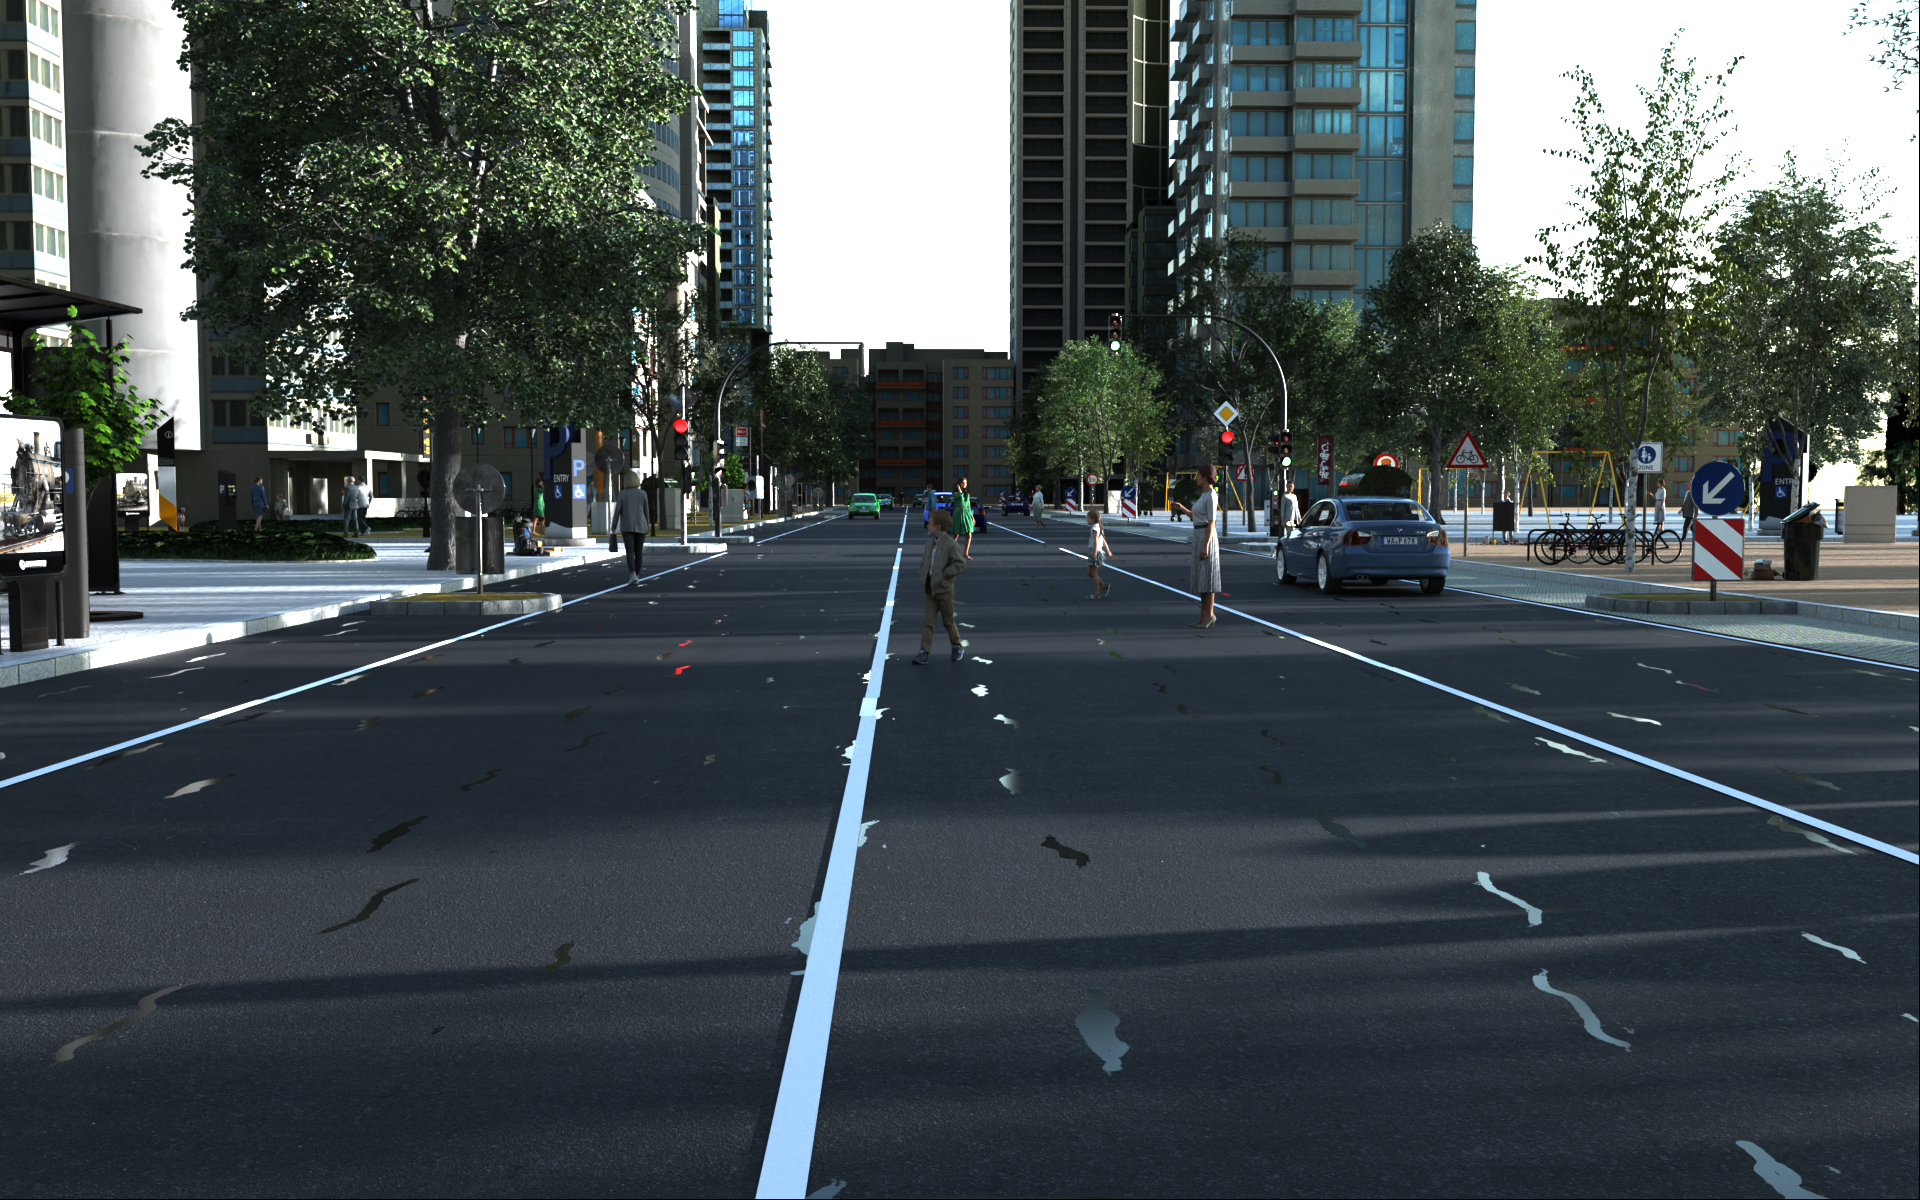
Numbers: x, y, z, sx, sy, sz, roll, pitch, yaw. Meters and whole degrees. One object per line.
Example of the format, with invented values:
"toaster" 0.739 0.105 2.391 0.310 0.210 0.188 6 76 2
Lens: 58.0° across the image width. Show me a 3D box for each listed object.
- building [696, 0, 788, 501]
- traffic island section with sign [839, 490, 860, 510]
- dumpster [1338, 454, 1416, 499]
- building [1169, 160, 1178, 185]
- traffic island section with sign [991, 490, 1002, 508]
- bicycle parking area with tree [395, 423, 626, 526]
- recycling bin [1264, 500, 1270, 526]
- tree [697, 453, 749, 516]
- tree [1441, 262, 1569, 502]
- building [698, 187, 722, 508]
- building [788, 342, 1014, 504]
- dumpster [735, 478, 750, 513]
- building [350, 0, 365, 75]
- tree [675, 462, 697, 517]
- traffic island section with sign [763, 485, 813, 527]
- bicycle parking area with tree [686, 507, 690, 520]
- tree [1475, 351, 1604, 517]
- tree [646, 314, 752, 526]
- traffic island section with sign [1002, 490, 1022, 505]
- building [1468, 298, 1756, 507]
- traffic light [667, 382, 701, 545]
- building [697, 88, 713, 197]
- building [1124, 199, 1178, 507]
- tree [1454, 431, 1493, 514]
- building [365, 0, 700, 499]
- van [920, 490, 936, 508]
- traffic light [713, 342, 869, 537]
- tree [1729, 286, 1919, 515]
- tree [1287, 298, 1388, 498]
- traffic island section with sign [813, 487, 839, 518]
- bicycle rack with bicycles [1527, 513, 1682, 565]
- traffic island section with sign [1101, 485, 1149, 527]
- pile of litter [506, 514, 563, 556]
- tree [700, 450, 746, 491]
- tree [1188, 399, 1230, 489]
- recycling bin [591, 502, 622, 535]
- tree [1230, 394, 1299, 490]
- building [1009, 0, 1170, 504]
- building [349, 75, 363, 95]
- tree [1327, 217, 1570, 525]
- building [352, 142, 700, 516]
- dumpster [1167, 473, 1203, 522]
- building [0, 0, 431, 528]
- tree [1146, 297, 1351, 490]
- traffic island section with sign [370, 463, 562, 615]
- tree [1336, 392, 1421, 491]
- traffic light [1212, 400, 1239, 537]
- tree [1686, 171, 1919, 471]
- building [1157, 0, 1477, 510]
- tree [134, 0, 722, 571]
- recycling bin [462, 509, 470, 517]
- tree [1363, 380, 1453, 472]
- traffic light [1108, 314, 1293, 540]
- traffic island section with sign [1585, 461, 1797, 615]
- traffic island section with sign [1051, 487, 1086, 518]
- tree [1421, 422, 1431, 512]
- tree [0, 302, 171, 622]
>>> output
"building" -37.931 -56.073 229.469 31.000 86.520 22.319 0 4 -2
"traffic island section with sign" -9.857 -8.860 153.482 1.989 1.847 2.006 0 4 -2
"dumpster" 10.311 -2.467 42.830 1.502 2.255 1.985 0 4 -1
"building" 38.587 -37.283 233.270 21.600 48.544 21.300 0 4 -2
"traffic island section with sign" 4.274 -10.543 181.008 1.989 1.847 2.006 0 4 -2
"bicycle parking area with tree" -19.011 -5.203 72.067 9.016 4.147 8.231 2 4 23
"recycling bin" 12.590 -3.456 69.066 0.722 1.027 0.722 2 4 31
"tree" -11.095 -5.343 81.965 1.663 3.219 1.824 0 3 0
"tree" 26.377 -10.221 85.239 7.486 12.596 7.792 0 3 0
"building" -29.994 -23.827 161.280 14.160 30.474 14.107 0 4 -2
"building" -7.990 -23.873 235.366 28.899 21.520 27.650 0 4 -2
"dumpster" -12.413 -5.794 97.220 1.502 2.255 1.985 0 4 -2
"building" -68.940 -56.065 229.331 31.000 86.520 22.319 0 4 -2
"tree" -15.844 -6.565 101.936 1.663 3.219 1.824 0 3 0
"traffic island section with sign" -7.635 -4.143 76.358 1.989 1.847 2.006 0 4 -2
"bicycle parking area with tree" -17.427 -5.968 84.586 9.016 4.147 8.231 2 4 27
"tree" 32.729 -10.064 98.959 8.767 10.594 7.601 1 4 17
"tree" -10.121 -7.259 69.050 4.360 8.622 3.978 0 3 0
"traffic island section with sign" 5.052 -8.895 154.064 1.989 1.847 2.006 0 4 -2
"building" 62.102 -20.549 181.020 28.899 21.520 27.650 0 4 -2
"traffic light" -6.964 -3.347 43.641 0.839 4.253 0.868 0 4 -2
"building" -39.180 -32.122 179.822 28.867 44.769 22.147 0 4 -2
"building" 24.302 -24.461 171.641 14.160 30.474 14.107 0 4 -2
"tree" 33.373 -9.831 111.094 4.360 8.622 3.978 0 3 0
"building" -33.350 -36.526 139.199 21.231 58.520 28.212 0 4 -2
"van" -3.086 -10.394 176.958 2.013 2.044 4.112 0 4 -1
"traffic light" -5.107 -4.713 51.718 4.771 5.953 1.251 0 4 -2
"tree" 57.264 -12.587 107.619 18.604 14.587 13.155 1 4 11
"tree" 21.605 -11.150 100.431 7.486 12.596 7.792 0 3 0
"traffic island section with sign" -8.407 -5.791 103.303 1.989 1.847 2.006 0 4 -2
"bicycle rack with bicycles" 11.874 -1.146 32.120 2.925 0.926 2.852 0 4 5
"traffic island section with sign" 7.286 -4.168 76.779 1.989 1.847 2.006 0 4 -2
"pile of litter" -8.956 -1.374 36.431 1.176 0.858 1.719 -1 4 -12
"tree" -15.930 -8.085 115.905 4.285 4.588 4.351 0 3 0
"tree" 17.436 -10.065 114.918 4.360 8.622 3.978 0 3 0
"recycling bin" -11.199 -2.594 54.960 0.722 1.027 0.722 3 4 38
"tree" 19.779 -9.729 109.429 4.360 8.622 3.978 0 3 0
"building" 17.321 -48.456 230.512 20.611 71.187 20.563 0 4 -2
"building" -61.733 -32.568 182.603 14.200 45.320 14.600 0 4 -2
"tree" 19.982 -9.490 72.163 9.611 12.733 9.660 0 3 0
"building" -32.132 -16.156 109.192 27.650 21.520 28.899 0 4 -2
"dumpster" 10.429 -4.736 79.928 1.502 2.255 1.985 0 4 -2
"building" -39.791 -23.277 72.454 32.217 40.220 23.993 0 4 -2
"tree" 16.734 -10.079 90.543 9.928 11.665 9.643 0 3 0
"traffic island section with sign" -6.032 -0.785 21.459 1.989 1.847 2.006 0 4 -2
"tree" 27.284 -10.116 115.762 4.737 8.622 4.395 0 3 0
"traffic light" 7.959 -3.863 52.076 0.839 4.253 0.868 0 4 -2
"tree" 33.243 -9.881 68.202 9.857 13.997 8.962 0 3 0
"building" 30.154 -32.378 148.994 23.786 49.044 30.456 0 4 -2
"tree" -8.642 -7.488 29.078 9.857 13.997 8.962 0 3 0
"recycling bin" -12.062 -1.794 41.878 0.722 1.027 0.722 1 4 16
"tree" 23.579 -8.739 93.250 4.360 8.622 3.978 0 3 0
"traffic light" 6.102 -4.234 43.892 4.771 5.953 1.251 0 4 -2
"traffic island section with sign" 8.889 -0.781 21.390 1.989 1.847 2.006 0 4 -2
"traffic island section with sign" 6.487 -5.859 104.430 1.989 1.847 2.006 0 4 -2
"tree" 18.869 -6.571 57.803 4.737 8.622 4.395 0 3 0
"tree" -9.082 -1.409 17.644 1.663 3.219 1.824 0 3 0
